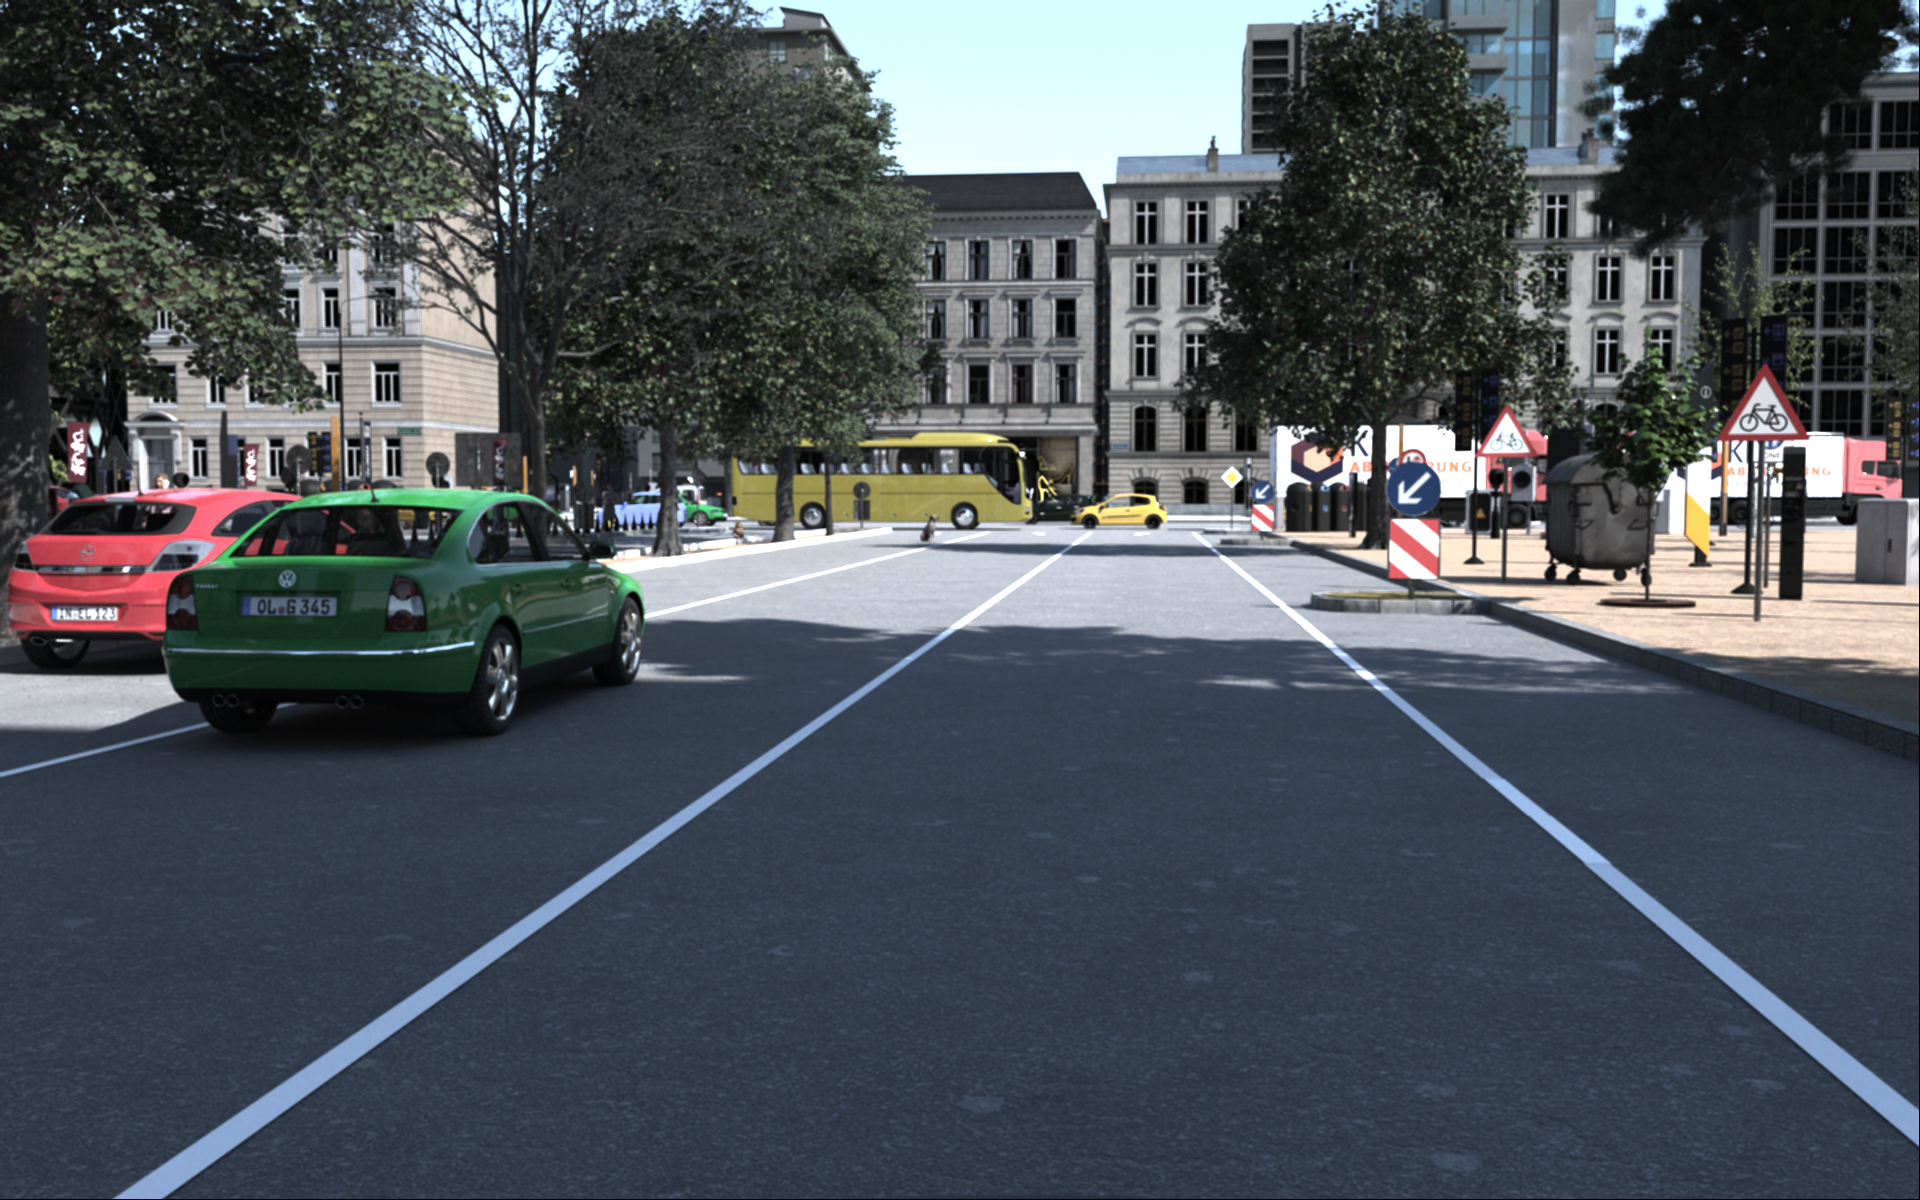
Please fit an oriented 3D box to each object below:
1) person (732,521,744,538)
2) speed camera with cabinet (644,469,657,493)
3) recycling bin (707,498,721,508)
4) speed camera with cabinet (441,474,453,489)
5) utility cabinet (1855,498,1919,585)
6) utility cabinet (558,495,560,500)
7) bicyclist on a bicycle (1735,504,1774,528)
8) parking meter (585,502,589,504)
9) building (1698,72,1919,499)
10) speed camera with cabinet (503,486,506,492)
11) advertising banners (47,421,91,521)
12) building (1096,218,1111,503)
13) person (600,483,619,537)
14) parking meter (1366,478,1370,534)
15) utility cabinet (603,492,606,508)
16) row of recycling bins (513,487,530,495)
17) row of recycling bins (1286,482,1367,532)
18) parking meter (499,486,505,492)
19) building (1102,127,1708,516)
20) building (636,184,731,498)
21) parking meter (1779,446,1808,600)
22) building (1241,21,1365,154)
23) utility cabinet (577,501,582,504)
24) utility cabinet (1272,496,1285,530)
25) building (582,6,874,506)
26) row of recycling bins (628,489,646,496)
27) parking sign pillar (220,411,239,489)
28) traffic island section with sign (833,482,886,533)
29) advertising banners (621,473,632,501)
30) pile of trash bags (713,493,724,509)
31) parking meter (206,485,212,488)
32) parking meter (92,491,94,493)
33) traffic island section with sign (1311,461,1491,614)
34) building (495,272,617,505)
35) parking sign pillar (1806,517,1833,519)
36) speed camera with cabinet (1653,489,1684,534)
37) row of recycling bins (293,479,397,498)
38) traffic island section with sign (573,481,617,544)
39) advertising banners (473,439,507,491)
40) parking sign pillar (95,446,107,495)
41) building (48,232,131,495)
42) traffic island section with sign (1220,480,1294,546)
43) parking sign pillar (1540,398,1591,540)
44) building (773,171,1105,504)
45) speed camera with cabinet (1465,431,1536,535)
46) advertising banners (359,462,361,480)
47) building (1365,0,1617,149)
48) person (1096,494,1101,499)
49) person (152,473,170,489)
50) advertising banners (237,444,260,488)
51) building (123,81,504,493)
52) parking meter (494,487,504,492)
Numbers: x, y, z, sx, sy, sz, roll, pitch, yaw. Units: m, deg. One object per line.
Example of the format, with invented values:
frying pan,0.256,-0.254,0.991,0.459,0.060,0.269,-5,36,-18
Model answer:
person,-7.201,-2.278,56.225,0.381,0.543,0.357,0,4,-8
speed camera with cabinet,-24.606,-8.778,137.861,0.660,3.252,2.038,0,4,4
recycling bin,-16.863,-6.497,118.772,0.722,1.027,0.722,-2,4,-30
speed camera with cabinet,-27.644,-5.896,90.742,2.038,3.252,0.660,0,4,-4
utility cabinet,13.293,-0.834,24.794,0.306,1.237,1.020,-1,4,-11
utility cabinet,-33.875,-8.301,146.887,0.306,1.237,1.020,-3,5,-42
bicyclist on a bicycle,33.435,-3.845,72.882,1.625,1.676,1.499,0,4,5
parking meter,-27.899,-7.397,129.353,0.372,1.533,0.369,0,3,0
building,56.043,-18.903,102.568,24.014,27.812,14.314,0,4,6
speed camera with cabinet,-33.959,-8.014,125.366,2.038,3.252,0.660,0,4,1
advertising banners,-21.824,-2.758,41.277,2.074,3.025,0.090,-2,4,-30
building,29.119,-37.583,269.106,28.867,44.769,22.147,0,4,6
person,-10.730,-2.694,52.880,0.599,1.781,0.374,-1,4,-9
parking meter,13.321,-3.068,55.865,0.399,1.863,0.255,-2,4,-29
utility cabinet,-30.361,-8.599,149.266,0.318,1.500,1.173,-3,5,-41
row of recycling bins,-38.404,-9.064,155.315,3.534,1.692,1.069,0,4,-6
row of recycling bins,12.535,-3.174,59.009,3.534,1.692,1.069,-2,4,-31
parking meter,-30.979,-6.814,117.119,0.399,1.863,0.255,1,4,13
building,26.220,-17.554,106.087,34.723,24.649,14.460,0,4,6
building,-22.154,-24.055,164.997,14.160,30.474,14.107,0,4,6
parking meter,10.098,-0.935,21.005,0.255,1.863,0.399,2,4,25
building,53.736,-50.617,265.847,20.611,71.187,20.563,0,4,6
utility cabinet,-31.602,-8.321,144.728,1.173,1.500,0.318,0,4,-4
utility cabinet,11.536,-3.165,62.902,0.306,1.237,1.020,0,4,0
building,-25.603,-37.214,197.685,27.495,52.752,28.713,0,4,6
row of recycling bins,-27.722,-8.664,148.776,1.069,1.692,3.534,-2,4,-27
parking sign pillar,-23.982,-4.179,56.807,1.447,3.967,1.447,-2,4,-27
traffic island section with sign,-3.755,-3.441,64.390,2.006,1.907,1.989,0,4,6
advertising banners,-27.408,-8.955,142.606,0.090,3.025,2.074,-3,4,-36
pile of trash bags,-20.997,-8.938,155.884,1.912,1.369,3.447,1,4,19
parking meter,-45.227,-6.030,104.304,0.399,1.863,0.255,-2,4,-25
parking meter,-53.895,-6.058,107.465,0.372,1.533,0.369,0,3,0
traffic island section with sign,5.452,-0.799,21.692,1.989,1.847,2.006,0,4,6
building,-46.274,-26.633,207.145,14.107,30.474,14.160,0,4,6
parking sign pillar,44.077,-6.146,88.964,1.447,3.967,1.447,0,4,1
speed camera with cabinet,22.443,-3.733,55.379,2.038,3.252,0.660,-3,4,-37
row of recycling bins,-17.447,-2.574,49.190,1.069,1.692,3.534,2,4,27
traffic island section with sign,-11.063,-2.548,50.280,1.989,1.847,2.006,0,4,6
advertising banners,-15.127,-3.561,54.415,2.074,3.025,0.090,-3,5,-44
parking sign pillar,-48.196,-6.650,97.192,1.447,3.967,1.447,-1,4,-20
building,-66.187,-15.280,117.280,16.811,18.784,16.820,0,4,6
traffic island section with sign,8.393,-2.467,48.964,1.989,1.847,2.006,0,4,6
parking sign pillar,17.178,-3.696,48.906,1.447,3.967,1.447,-1,4,-23
building,-11.470,-15.688,107.400,40.483,20.767,10.553,0,4,6
speed camera with cabinet,16.929,-3.662,54.216,2.038,3.252,0.660,2,4,27
advertising banners,-33.129,-6.131,96.430,0.090,3.025,2.074,0,4,-2
building,49.012,-33.467,166.799,23.786,49.044,30.456,0,4,6
person,13.999,-10.497,180.103,1.348,1.826,0.705,1,4,21
person,-12.216,-1.070,26.584,0.593,1.750,0.643,2,4,27
advertising banners,-25.362,-3.906,60.058,2.074,3.025,0.090,-2,4,-27
building,-41.941,-20.016,113.159,20.117,28.700,13.634,0,4,6
parking meter,-15.852,-3.124,59.492,0.372,1.533,0.369,0,3,0
